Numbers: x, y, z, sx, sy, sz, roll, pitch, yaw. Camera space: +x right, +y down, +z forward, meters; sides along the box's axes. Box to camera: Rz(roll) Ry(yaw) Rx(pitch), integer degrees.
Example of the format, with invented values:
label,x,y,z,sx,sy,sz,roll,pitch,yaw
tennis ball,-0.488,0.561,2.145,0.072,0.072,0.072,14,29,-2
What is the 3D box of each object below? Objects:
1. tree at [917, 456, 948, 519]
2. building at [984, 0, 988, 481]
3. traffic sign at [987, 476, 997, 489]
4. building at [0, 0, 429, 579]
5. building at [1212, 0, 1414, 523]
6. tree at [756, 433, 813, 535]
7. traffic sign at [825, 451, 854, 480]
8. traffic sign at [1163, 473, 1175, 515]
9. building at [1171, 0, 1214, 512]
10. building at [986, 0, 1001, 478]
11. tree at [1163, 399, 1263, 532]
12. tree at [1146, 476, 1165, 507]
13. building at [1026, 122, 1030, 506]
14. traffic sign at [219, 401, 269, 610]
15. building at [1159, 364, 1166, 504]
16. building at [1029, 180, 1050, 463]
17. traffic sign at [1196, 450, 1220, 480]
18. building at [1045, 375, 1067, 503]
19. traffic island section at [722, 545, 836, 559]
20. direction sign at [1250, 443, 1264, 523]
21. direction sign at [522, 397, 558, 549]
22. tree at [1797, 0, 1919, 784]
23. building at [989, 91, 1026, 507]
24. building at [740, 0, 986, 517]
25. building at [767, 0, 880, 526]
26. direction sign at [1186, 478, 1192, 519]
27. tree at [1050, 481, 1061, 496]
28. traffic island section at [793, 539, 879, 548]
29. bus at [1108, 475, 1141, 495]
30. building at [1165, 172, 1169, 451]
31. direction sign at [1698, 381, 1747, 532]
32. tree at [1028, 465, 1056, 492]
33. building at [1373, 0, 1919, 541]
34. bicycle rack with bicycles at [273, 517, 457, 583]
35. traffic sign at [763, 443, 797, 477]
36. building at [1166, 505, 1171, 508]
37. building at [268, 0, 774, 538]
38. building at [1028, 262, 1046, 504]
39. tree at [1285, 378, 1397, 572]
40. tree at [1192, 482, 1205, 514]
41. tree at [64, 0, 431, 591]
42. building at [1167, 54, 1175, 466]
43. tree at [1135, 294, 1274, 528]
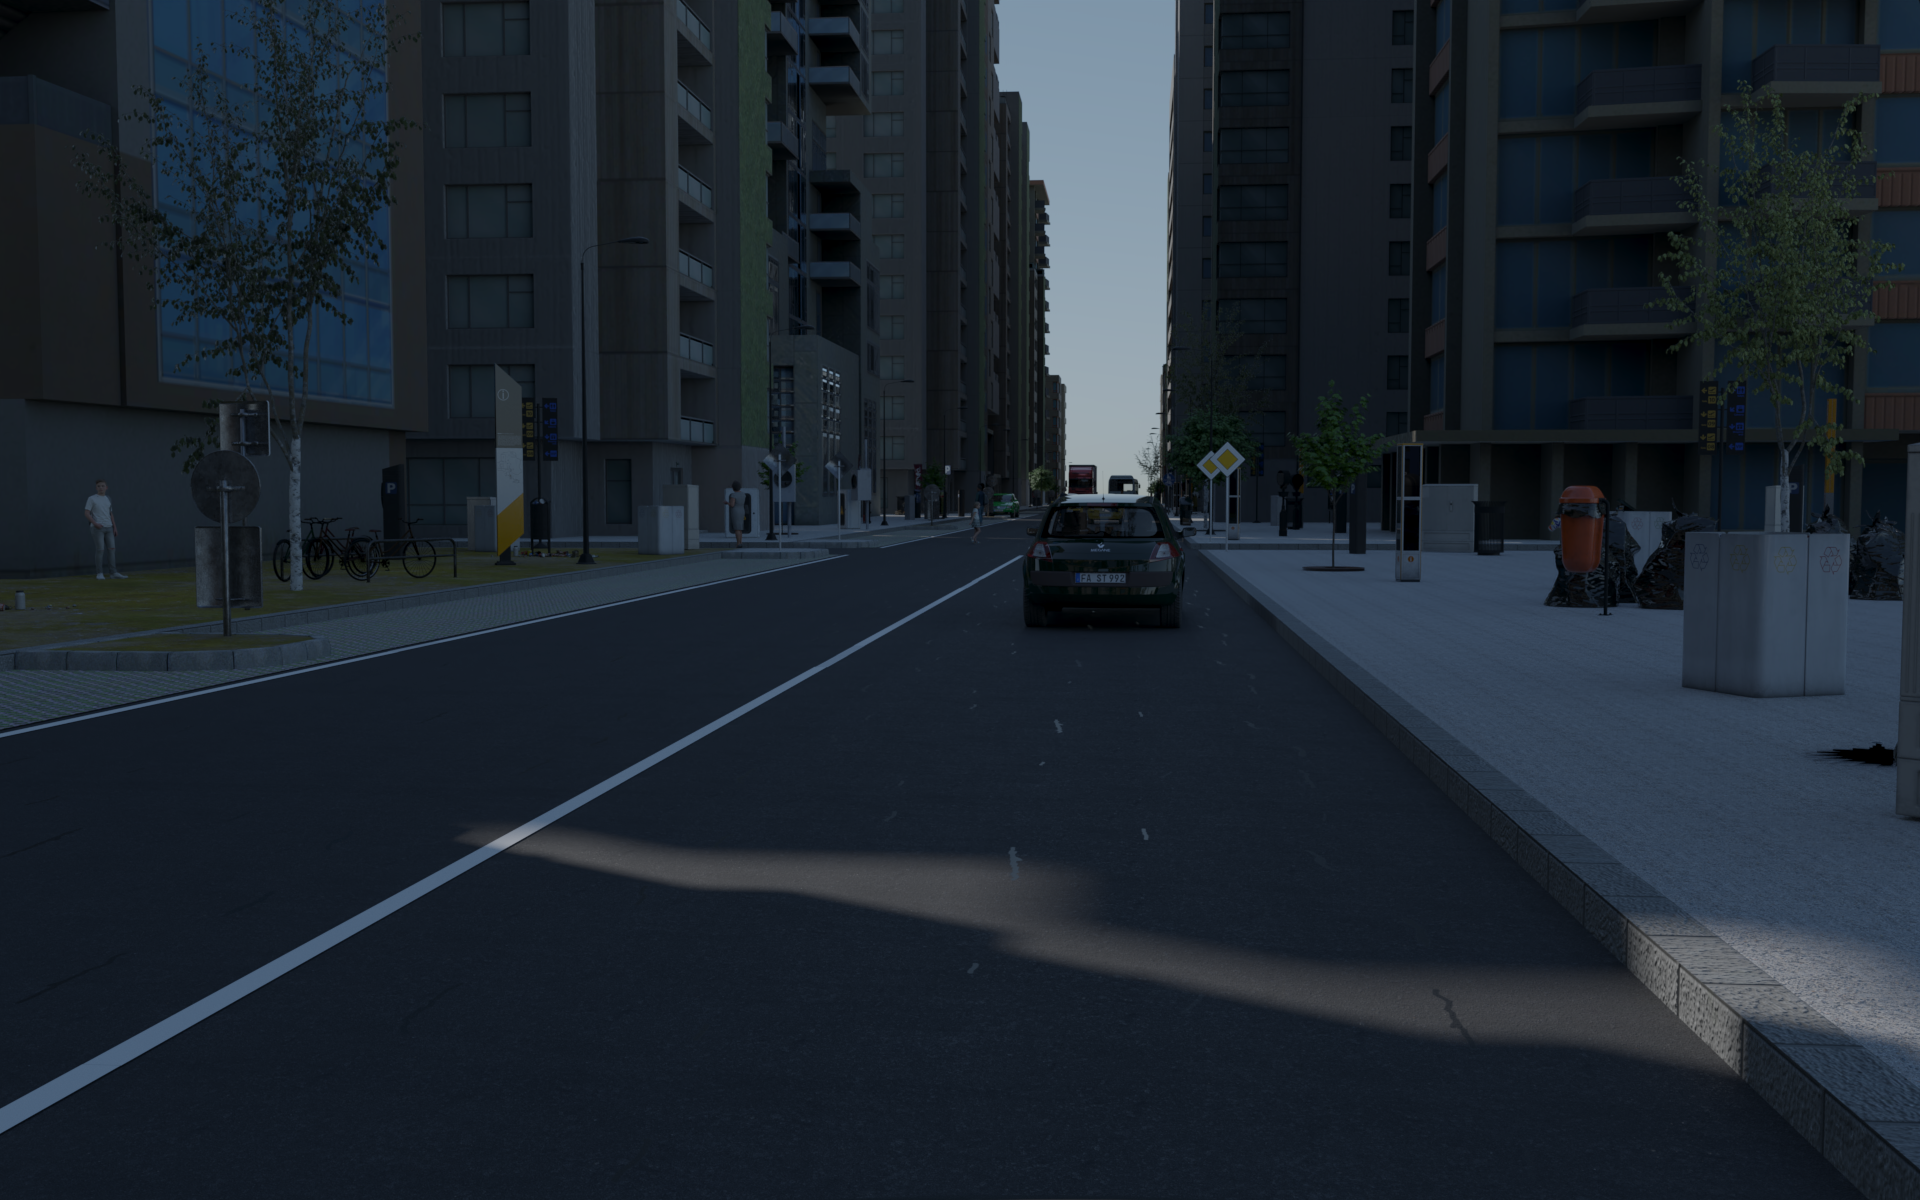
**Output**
label,x,y,z,sx,sy,sz,roll,pitch,yaw
tree,-1.428,-5.758,88.742,1.663,3.219,1.824,0,3,0
building,-5.383,-29.353,130.031,14.600,45.320,14.200,0,4,6
traffic sign,2.204,-7.310,119.631,0.768,2.556,0.104,1,4,10
building,-19.945,-23.380,32.379,14.200,45.320,14.600,0,4,6
building,19.226,-19.081,83.679,14.160,30.474,14.107,0,4,6
tree,-5.700,-3.689,54.919,1.663,3.219,1.824,0,3,0
traffic sign,-3.313,-2.761,47.325,0.795,2.593,0.064,0,4,6
traffic sign,12.891,-6.534,106.935,0.768,2.556,0.104,1,4,10
building,27.506,-36.388,136.943,21.231,58.520,28.212,0,4,6
building,-10.753,-34.374,151.250,28.713,52.752,27.495,0,4,6
tree,8.742,-4.653,59.797,4.285,4.588,4.351,0,3,0
tree,24.268,-13.545,216.062,1.663,3.219,1.824,0,3,0
building,0.017,-30.698,185.513,14.154,41.232,14.086,0,4,6
traffic sign,-7.867,-1.035,19.055,0.606,2.300,0.079,1,4,13
building,42.139,-24.344,243.059,27.650,21.520,28.899,0,4,6
building,0.862,-35.569,236.180,22.147,44.769,28.867,0,4,6
traffic sign,6.729,-2.698,46.305,0.795,2.593,0.064,0,4,6
building,1.985,-25.778,266.506,27.650,21.520,28.899,0,4,6
traffic island section,-4.132,-1.050,39.448,2.009,0.180,2.903,0,4,6
direction sign,13.119,-5.167,76.480,0.379,3.537,0.876,-2,4,-30
direction sign,-9.897,-2.981,40.739,0.876,3.537,0.379,-1,4,-19
tree,4.716,-5.007,7.618,9.928,11.665,9.643,0,3,0
building,-1.315,-29.842,171.516,14.154,41.232,14.086,0,4,6
building,-5.862,-26.411,115.422,14.154,41.232,14.086,0,4,6
building,-15.316,-47.197,84.343,22.319,86.520,31.000,0,4,6
direction sign,11.796,-5.965,89.518,0.379,3.537,0.876,2,4,31
tree,12.778,-14.521,232.012,1.663,3.219,1.824,0,3,0
traffic island section,-3.338,-1.536,47.394,2.009,0.180,2.903,0,4,6
bus,16.537,-10.994,174.617,2.948,3.499,13.247,0,4,8
building,33.427,-32.916,221.766,14.154,41.232,14.086,0,4,6
direction sign,15.233,-2.610,34.678,0.876,3.537,0.379,1,4,9
tree,9.124,-12.930,195.122,4.285,4.588,4.351,0,3,0
building,27.780,-24.479,54.862,28.867,44.769,22.147,0,4,6
bicycle rack with bicycles,-9.143,-0.782,26.168,2.852,0.926,2.925,2,4,28
traffic sign,-4.107,-2.275,39.379,0.795,2.593,0.064,0,4,6
building,29.866,-44.238,161.547,20.563,71.187,20.611,0,4,6
building,-14.344,-22.715,54.992,14.154,41.232,14.086,0,4,6
building,3.181,-27.057,214.080,14.160,30.474,14.107,0,4,6
tree,6.206,-2.113,29.144,1.663,3.219,1.824,0,3,0
tree,14.646,-7.110,110.853,1.663,3.219,1.824,0,3,0
tree,-9.065,-4.438,22.924,4.360,8.622,3.978,0,3,0
building,32.933,-34.214,183.103,21.300,48.544,21.600,0,4,6
tree,9.467,-7.011,64.990,4.360,8.622,3.978,0,3,0
